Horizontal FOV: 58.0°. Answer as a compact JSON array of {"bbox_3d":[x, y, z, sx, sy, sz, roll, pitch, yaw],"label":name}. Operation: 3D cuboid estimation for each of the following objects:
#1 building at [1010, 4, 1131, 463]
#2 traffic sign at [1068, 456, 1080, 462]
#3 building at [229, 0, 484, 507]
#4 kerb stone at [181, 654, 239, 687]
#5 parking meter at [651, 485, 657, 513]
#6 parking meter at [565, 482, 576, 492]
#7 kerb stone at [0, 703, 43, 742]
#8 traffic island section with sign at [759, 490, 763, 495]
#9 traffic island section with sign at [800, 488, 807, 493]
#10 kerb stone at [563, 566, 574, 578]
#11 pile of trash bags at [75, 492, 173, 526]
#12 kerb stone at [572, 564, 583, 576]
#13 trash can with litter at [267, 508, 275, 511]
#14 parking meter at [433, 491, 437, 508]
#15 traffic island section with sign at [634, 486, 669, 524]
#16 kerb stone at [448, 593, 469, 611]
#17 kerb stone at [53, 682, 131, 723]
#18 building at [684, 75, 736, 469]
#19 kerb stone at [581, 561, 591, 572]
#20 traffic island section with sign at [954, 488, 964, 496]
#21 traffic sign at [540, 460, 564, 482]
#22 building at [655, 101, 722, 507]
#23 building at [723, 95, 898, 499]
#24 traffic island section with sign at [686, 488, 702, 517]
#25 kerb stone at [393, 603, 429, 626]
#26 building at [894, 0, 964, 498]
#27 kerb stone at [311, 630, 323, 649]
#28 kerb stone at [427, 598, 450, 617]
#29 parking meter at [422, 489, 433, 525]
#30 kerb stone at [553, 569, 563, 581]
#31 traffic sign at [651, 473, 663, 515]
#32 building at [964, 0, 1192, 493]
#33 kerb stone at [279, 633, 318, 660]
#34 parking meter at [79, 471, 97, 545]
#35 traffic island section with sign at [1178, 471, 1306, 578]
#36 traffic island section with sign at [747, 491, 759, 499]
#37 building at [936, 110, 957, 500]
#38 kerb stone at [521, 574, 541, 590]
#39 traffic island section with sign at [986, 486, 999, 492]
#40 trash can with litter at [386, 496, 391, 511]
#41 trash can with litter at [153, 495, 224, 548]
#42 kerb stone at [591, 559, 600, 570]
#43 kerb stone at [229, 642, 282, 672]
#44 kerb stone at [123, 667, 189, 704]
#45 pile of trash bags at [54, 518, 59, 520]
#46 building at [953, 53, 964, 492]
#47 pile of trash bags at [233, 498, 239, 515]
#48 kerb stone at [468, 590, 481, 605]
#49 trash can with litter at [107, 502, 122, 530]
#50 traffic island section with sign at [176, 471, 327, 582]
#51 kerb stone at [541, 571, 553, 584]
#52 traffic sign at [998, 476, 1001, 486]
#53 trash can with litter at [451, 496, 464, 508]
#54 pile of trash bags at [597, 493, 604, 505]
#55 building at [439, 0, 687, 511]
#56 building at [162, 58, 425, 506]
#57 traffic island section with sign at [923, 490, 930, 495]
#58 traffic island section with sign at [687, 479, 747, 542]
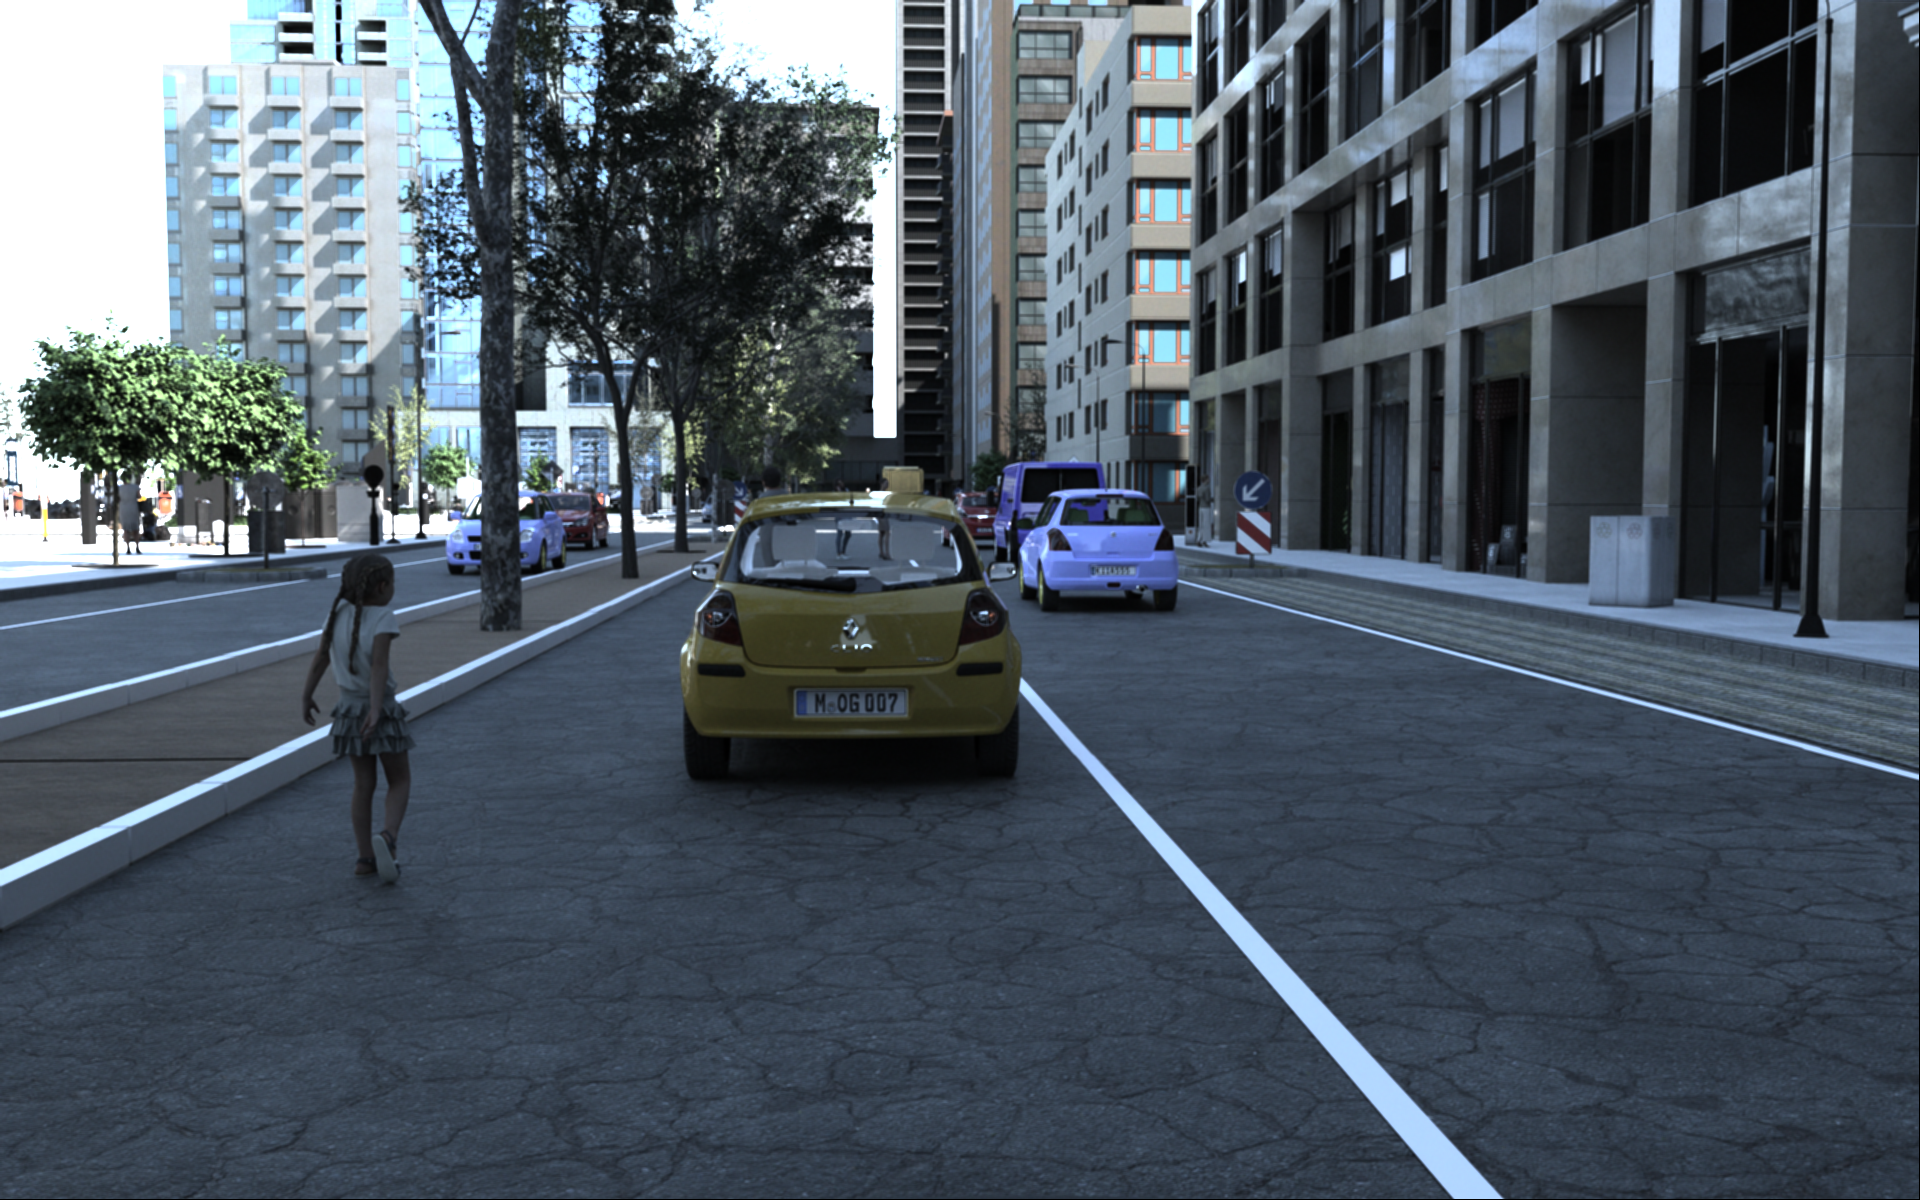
[{"bbox_3d":[9.900,-20.492,106.738,14.160,30.474,14.107,0,4,-4],"label":"building"},{"bbox_3d":[3.465,-3.073,52.439,0.795,2.593,0.064,0,4,-4],"label":"traffic sign"},{"bbox_3d":[-80.213,-55.756,224.286,31.000,86.520,22.319,0,4,-4],"label":"building"},{"bbox_3d":[-5.779,0.552,13.255,0.120,0.150,1.000,0,4,-4],"label":"kerb stone"},{"bbox_3d":[-20.632,-6.796,116.822,0.399,1.863,0.255,1,4,23],"label":"parking meter"},{"bbox_3d":[-19.498,-4.940,86.474,0.399,1.863,0.255,-2,4,-34],"label":"parking meter"},{"bbox_3d":[-5.583,0.735,10.186,0.120,0.150,1.000,0,4,-4],"label":"kerb stone"},{"bbox_3d":[-21.659,-10.968,187.957,1.989,1.847,2.006,0,4,-4],"label":"traffic island section with sign"},{"bbox_3d":[-12.251,-7.728,134.493,2.006,1.907,1.989,0,4,-4],"label":"traffic island section with sign"},{"bbox_3d":[-6.790,-0.440,29.607,0.120,0.150,1.000,0,4,-4],"label":"kerb stone"},{"bbox_3d":[-34.071,-3.740,70.908,3.447,1.369,1.912,-2,4,-34],"label":"pile of trash bags"},{"bbox_3d":[-6.851,-0.514,30.627,0.120,0.150,1.000,0,4,-4],"label":"kerb stone"},{"bbox_3d":[-43.289,-5.959,108.813,0.624,1.170,1.055,1,4,10],"label":"trash can with litter"},{"bbox_3d":[-37.233,-6.980,122.530,0.372,1.533,0.369,0,3,0],"label":"parking meter"},{"bbox_3d":[-15.247,-4.637,84.442,1.989,1.847,2.006,0,4,-4],"label":"traffic island section with sign"},{"bbox_3d":[-6.284,0.047,21.432,0.120,0.150,1.000,0,4,-4],"label":"kerb stone"},{"bbox_3d":[-5.654,0.674,11.206,0.120,0.150,1.000,0,4,-4],"label":"kerb stone"},{"bbox_3d":[-41.135,-35.245,195.865,30.456,49.044,23.786,0,4,-4],"label":"building"},{"bbox_3d":[-6.921,-0.578,31.652,0.120,0.150,1.000,0,4,-4],"label":"kerb stone"},{"bbox_3d":[-0.241,-6.364,112.679,1.989,1.847,2.006,0,4,-4],"label":"traffic island section with sign"},{"bbox_3d":[-13.993,-3.498,59.380,0.795,2.593,0.064,0,4,-4],"label":"traffic sign"},{"bbox_3d":[-31.215,-29.821,171.166,14.154,41.232,14.086,0,4,-4],"label":"building"},{"bbox_3d":[-22.419,-39.329,232.272,27.495,52.752,28.713,0,4,-4],"label":"building"},{"bbox_3d":[-16.909,-6.282,111.346,1.989,1.847,2.006,0,4,-4],"label":"traffic island section with sign"},{"bbox_3d":[-6.159,0.172,19.390,0.120,0.150,1.000,0,4,-4],"label":"kerb stone"},{"bbox_3d":[1.819,-48.392,229.462,20.611,71.187,20.563,0,4,-4],"label":"building"},{"bbox_3d":[-5.967,0.359,16.319,0.120,0.150,1.000,0,4,-4],"label":"kerb stone"},{"bbox_3d":[-6.222,0.109,20.412,0.120,0.150,1.000,0,4,-4],"label":"kerb stone"},{"bbox_3d":[-22.040,-3.851,71.372,0.372,1.533,0.369,0,3,0],"label":"parking meter"},{"bbox_3d":[-6.731,-0.391,28.582,0.120,0.150,1.000,0,4,-4],"label":"kerb stone"},{"bbox_3d":[-18.648,-6.518,106.675,0.768,2.556,0.104,0,4,0],"label":"traffic sign"},{"bbox_3d":[10.869,-37.352,152.699,21.231,58.520,28.212,0,4,-4],"label":"building"},{"bbox_3d":[-5.906,0.429,15.299,0.120,0.150,1.000,0,4,-4],"label":"kerb stone"},{"bbox_3d":[-21.903,-2.313,43.524,0.255,1.863,0.399,0,4,-5],"label":"parking meter"},{"bbox_3d":[4.862,-1.331,30.394,1.989,1.847,2.006,0,4,-4],"label":"traffic island section with sign"},{"bbox_3d":[-20.001,-9.321,161.030,1.989,1.847,2.006,0,4,-4],"label":"traffic island section with sign"},{"bbox_3d":[8.611,-33.133,196.346,22.147,44.769,28.867,0,4,-4],"label":"building"},{"bbox_3d":[-6.604,-0.265,26.533,0.120,0.150,1.000,0,4,-4],"label":"kerb stone"},{"bbox_3d":[1.437,-4.707,85.592,1.989,1.847,2.006,0,4,-4],"label":"traffic island section with sign"},{"bbox_3d":[-42.692,-7.193,128.984,1.055,1.170,0.624,1,4,20],"label":"trash can with litter"},{"bbox_3d":[-18.774,-1.904,42.194,1.678,1.210,2.233,1,4,18],"label":"trash can with litter"},{"bbox_3d":[-6.980,-0.641,32.676,0.120,0.150,1.000,0,4,-4],"label":"kerb stone"},{"bbox_3d":[-5.840,0.484,14.275,0.120,0.150,1.000,0,4,-4],"label":"kerb stone"},{"bbox_3d":[-5.715,0.616,12.226,0.120,0.150,1.000,0,4,-4],"label":"kerb stone"},{"bbox_3d":[-45.965,-4.702,86.622,3.447,1.369,1.912,1,4,15],"label":"pile of trash bags"},{"bbox_3d":[6.605,-32.045,174.045,14.600,45.320,14.200,0,4,-4],"label":"building"},{"bbox_3d":[-44.344,-5.767,104.040,1.912,1.369,3.447,-1,4,-9],"label":"pile of trash bags"},{"bbox_3d":[-6.348,-0.016,22.452,0.120,0.150,1.000,0,4,-4],"label":"kerb stone"},{"bbox_3d":[-29.789,-3.070,61.575,0.624,1.170,1.055,1,4,9],"label":"trash can with litter"},{"bbox_3d":[-11.823,-1.255,29.144,1.989,1.847,2.006,0,4,-4],"label":"traffic island section with sign"},{"bbox_3d":[-6.666,-0.326,27.560,0.120,0.150,1.000,0,4,-4],"label":"kerb stone"},{"bbox_3d":[2.415,-5.853,97.833,0.606,2.300,0.079,0,4,-3],"label":"traffic sign"},{"bbox_3d":[-36.961,-7.115,127.720,0.624,1.170,1.055,1,4,22],"label":"trash can with litter"},{"bbox_3d":[-28.858,-7.482,132.077,3.447,1.369,1.912,0,4,-1],"label":"pile of trash bags"},{"bbox_3d":[-34.341,-51.032,147.046,22.319,86.520,31.000,0,4,-4],"label":"building"},{"bbox_3d":[-71.518,-35.116,193.749,30.456,49.044,23.786,0,4,-4],"label":"building"},{"bbox_3d":[-3.306,-9.384,162.053,1.989,1.847,2.006,0,4,-4],"label":"traffic island section with sign"},{"bbox_3d":[-7.135,-2.689,52.105,2.006,1.907,1.989,0,4,-4],"label":"traffic island section with sign"}]
